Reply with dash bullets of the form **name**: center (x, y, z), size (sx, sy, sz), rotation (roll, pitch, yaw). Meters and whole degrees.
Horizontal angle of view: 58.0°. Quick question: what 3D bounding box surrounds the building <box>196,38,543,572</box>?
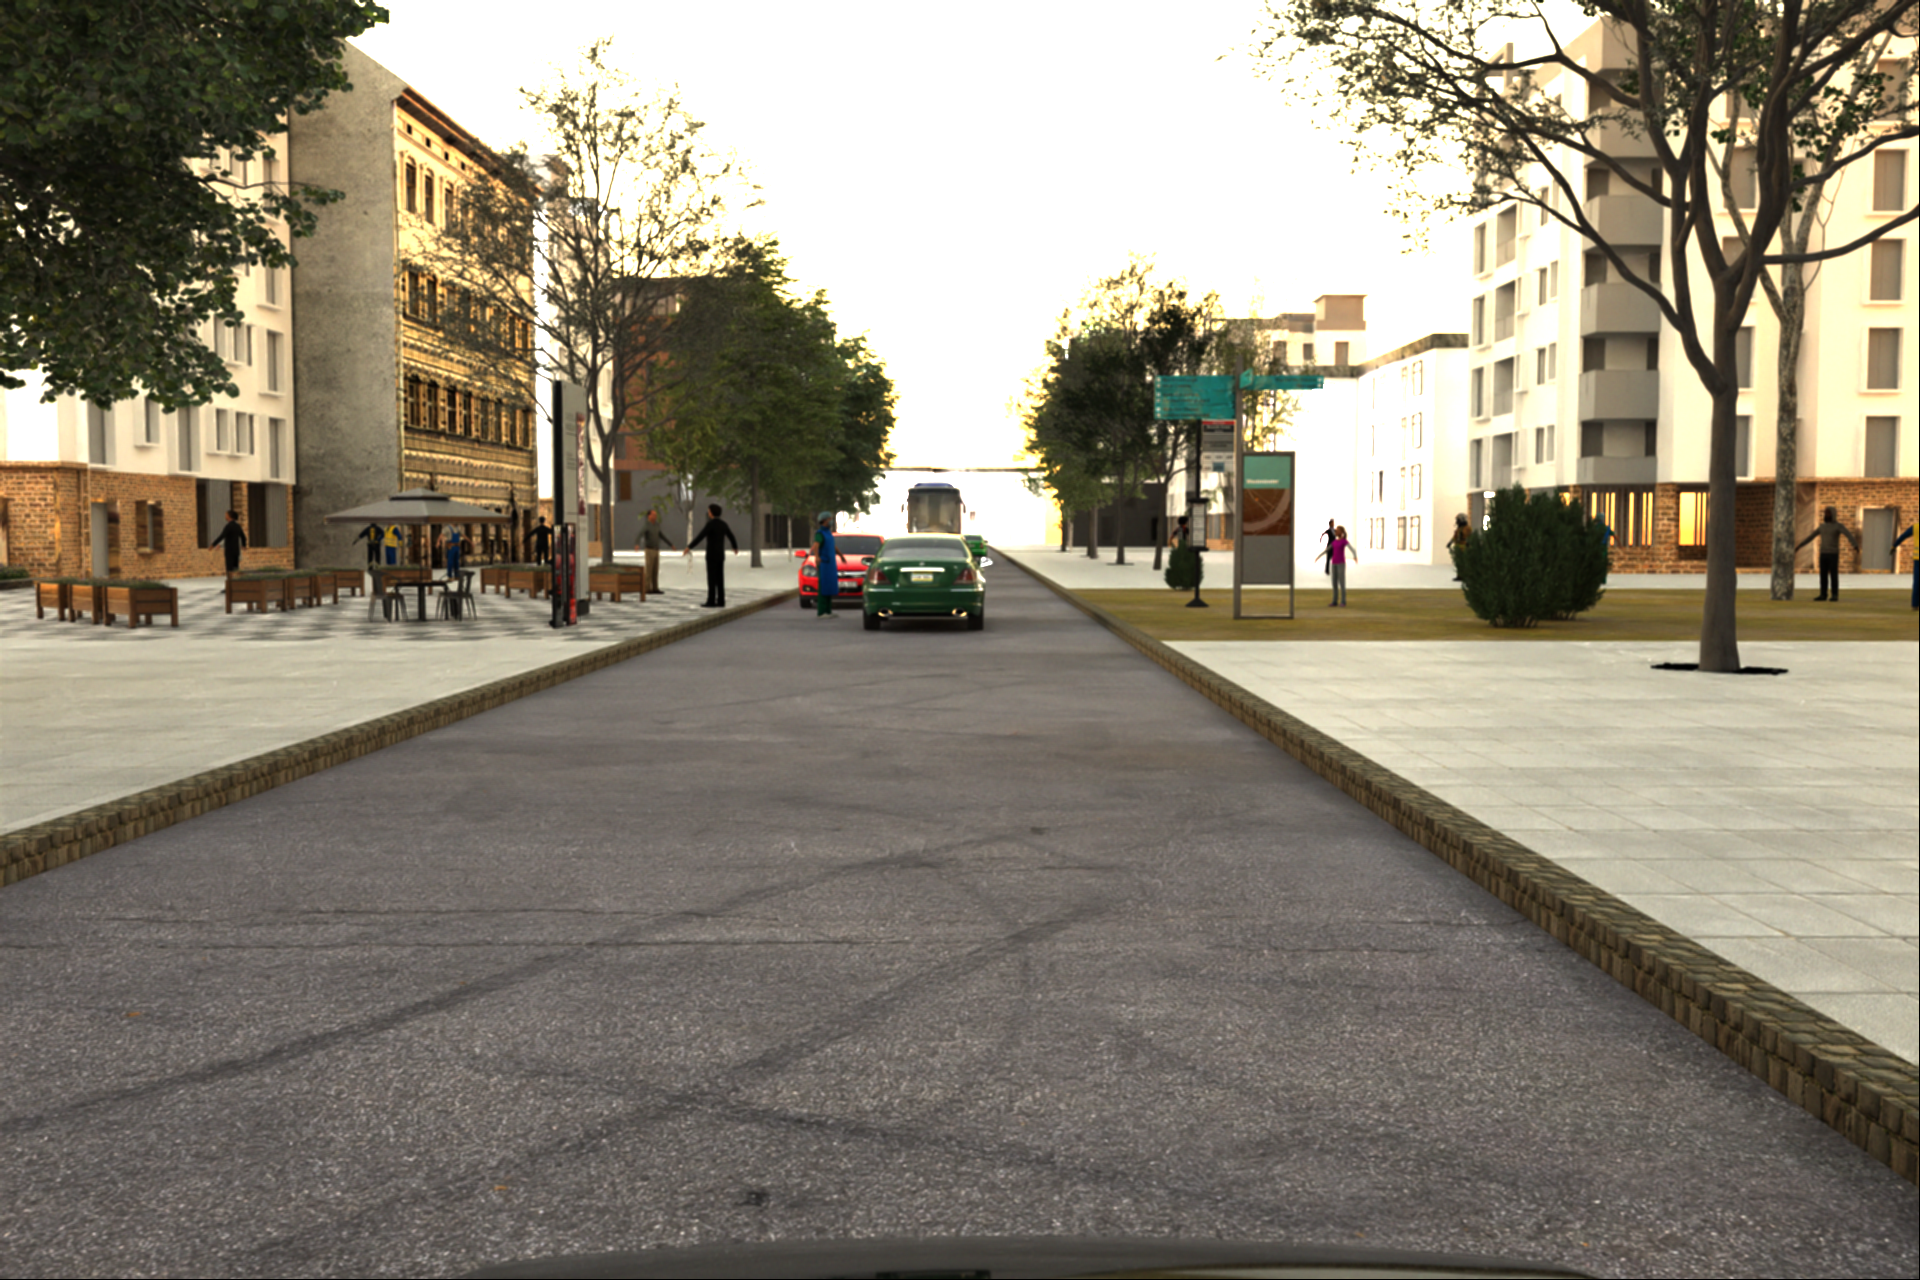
- **building**: center (-28.111, -14.466, 67.443), size (19.493, 23.208, 18.063), rotation (0, 4, 1)

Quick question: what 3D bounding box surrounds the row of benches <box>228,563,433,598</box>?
- **row of benches**: center (-12.752, -1.224, 35.483), size (4.104, 0.672, 1.422), rotation (-3, 4, -38)

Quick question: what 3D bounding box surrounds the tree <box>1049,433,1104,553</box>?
- **tree**: center (7.656, -10.214, 117.364), size (4.737, 8.622, 4.395), rotation (0, 3, 0)

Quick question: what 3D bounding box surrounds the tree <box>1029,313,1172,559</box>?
- **tree**: center (7.119, -10.436, 88.758), size (7.486, 12.596, 7.792), rotation (0, 3, 0)

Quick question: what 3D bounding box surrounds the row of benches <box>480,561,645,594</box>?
- **row of benches**: center (-8.867, -1.414, 38.577), size (1.422, 0.672, 4.104), rotation (3, 5, 42)

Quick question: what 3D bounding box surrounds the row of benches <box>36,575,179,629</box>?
- **row of benches**: center (-12.332, -0.583, 24.996), size (1.422, 0.672, 4.104), rotation (-3, 5, -44)

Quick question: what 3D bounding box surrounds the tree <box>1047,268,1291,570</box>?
- **tree**: center (7.183, -7.773, 61.503), size (8.767, 10.594, 7.601), rotation (-1, 4, -21)

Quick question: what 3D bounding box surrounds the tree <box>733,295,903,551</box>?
- **tree**: center (-7.691, -11.333, 91.951), size (9.857, 13.997, 8.962), rotation (0, 3, 0)

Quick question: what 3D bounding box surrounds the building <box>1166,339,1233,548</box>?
- **building**: center (24.948, -18.854, 164.686), size (16.016, 20.090, 11.380), rotation (0, 4, 1)

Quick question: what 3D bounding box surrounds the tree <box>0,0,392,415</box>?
- **tree**: center (-8.967, -6.530, 13.426), size (9.857, 13.997, 8.962), rotation (0, 3, 0)

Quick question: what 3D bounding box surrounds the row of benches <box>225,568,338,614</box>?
- **row of benches**: center (-11.595, -0.870, 29.684), size (1.422, 0.672, 4.104), rotation (0, 4, -3)

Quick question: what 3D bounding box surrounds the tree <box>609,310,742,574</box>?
- **tree**: center (-8.819, -6.431, 55.513), size (4.737, 8.622, 4.395), rotation (0, 3, 0)

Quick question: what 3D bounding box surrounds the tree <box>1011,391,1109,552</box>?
- **tree**: center (7.545, -12.167, 124.684), size (9.928, 11.665, 9.643), rotation (0, 3, 0)

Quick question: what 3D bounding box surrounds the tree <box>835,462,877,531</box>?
- **tree**: center (-8.519, -10.606, 123.762), size (4.360, 8.622, 3.978), rotation (0, 3, 0)

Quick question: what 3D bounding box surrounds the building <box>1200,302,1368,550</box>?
- **building**: center (25.878, -17.867, 148.545), size (16.016, 20.090, 11.380), rotation (0, 4, 1)

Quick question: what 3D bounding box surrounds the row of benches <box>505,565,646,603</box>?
- **row of benches**: center (-7.607, -1.122, 33.814), size (4.104, 0.672, 1.422), rotation (3, 5, 44)

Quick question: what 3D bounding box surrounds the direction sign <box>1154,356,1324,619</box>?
- **direction sign**: center (4.177, -2.247, 25.502), size (2.525, 3.948, 1.411), rotation (0, 4, 1)

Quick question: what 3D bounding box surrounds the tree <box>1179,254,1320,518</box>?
- **tree**: center (7.337, -5.859, 46.165), size (4.360, 8.622, 3.978), rotation (0, 3, 0)

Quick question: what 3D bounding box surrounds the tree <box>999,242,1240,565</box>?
- **tree**: center (6.869, -9.903, 72.289), size (12.009, 13.543, 11.850), rotation (0, 3, 0)

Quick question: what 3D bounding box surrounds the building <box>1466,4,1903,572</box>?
- **building**: center (25.581, -12.950, 68.152), size (16.016, 20.090, 11.380), rotation (0, 4, 0)

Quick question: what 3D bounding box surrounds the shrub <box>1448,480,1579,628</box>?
- **shrub**: center (7.621, -1.188, 23.840), size (1.690, 2.028, 1.600), rotation (0, 3, 0)

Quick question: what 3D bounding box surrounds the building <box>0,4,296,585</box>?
- **building**: center (-27.441, -11.528, 44.910), size (16.016, 20.090, 11.380), rotation (0, 4, 1)

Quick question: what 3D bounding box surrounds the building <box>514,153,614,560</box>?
- **building**: center (-25.128, -14.136, 87.541), size (16.016, 20.090, 11.380), rotation (0, 4, 0)

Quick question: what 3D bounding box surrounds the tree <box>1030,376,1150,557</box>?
- **tree**: center (7.540, -10.554, 98.313), size (9.928, 11.665, 9.643), rotation (0, 3, 0)

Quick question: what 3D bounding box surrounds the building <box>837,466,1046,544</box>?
- **building**: center (-3.352, -16.575, 215.607), size (28.070, 9.664, 9.099), rotation (0, 4, 4)

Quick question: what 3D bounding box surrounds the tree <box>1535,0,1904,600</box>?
- **tree**: center (14.749, -10.888, 33.906), size (12.611, 20.169, 13.585), rotation (0, 3, 0)

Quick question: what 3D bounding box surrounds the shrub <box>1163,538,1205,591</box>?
- **shrub**: center (5.064, -1.715, 39.159), size (1.383, 1.207, 1.383), rotation (0, 3, 0)

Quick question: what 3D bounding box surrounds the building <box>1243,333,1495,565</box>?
- **building**: center (20.485, -8.822, 86.379), size (9.099, 9.664, 28.070), rotation (0, 3, 0)

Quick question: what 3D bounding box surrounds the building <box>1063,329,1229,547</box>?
- **building**: center (25.057, -21.116, 189.216), size (27.936, 21.610, 32.646), rotation (0, 4, 0)

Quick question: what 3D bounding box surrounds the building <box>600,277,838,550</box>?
- **building**: center (-26.225, -18.977, 154.253), size (27.936, 21.610, 32.646), rotation (0, 4, 1)

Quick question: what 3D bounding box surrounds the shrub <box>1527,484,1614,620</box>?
- **shrub**: center (8.907, -1.319, 25.993), size (1.690, 2.028, 1.600), rotation (0, 3, 0)
